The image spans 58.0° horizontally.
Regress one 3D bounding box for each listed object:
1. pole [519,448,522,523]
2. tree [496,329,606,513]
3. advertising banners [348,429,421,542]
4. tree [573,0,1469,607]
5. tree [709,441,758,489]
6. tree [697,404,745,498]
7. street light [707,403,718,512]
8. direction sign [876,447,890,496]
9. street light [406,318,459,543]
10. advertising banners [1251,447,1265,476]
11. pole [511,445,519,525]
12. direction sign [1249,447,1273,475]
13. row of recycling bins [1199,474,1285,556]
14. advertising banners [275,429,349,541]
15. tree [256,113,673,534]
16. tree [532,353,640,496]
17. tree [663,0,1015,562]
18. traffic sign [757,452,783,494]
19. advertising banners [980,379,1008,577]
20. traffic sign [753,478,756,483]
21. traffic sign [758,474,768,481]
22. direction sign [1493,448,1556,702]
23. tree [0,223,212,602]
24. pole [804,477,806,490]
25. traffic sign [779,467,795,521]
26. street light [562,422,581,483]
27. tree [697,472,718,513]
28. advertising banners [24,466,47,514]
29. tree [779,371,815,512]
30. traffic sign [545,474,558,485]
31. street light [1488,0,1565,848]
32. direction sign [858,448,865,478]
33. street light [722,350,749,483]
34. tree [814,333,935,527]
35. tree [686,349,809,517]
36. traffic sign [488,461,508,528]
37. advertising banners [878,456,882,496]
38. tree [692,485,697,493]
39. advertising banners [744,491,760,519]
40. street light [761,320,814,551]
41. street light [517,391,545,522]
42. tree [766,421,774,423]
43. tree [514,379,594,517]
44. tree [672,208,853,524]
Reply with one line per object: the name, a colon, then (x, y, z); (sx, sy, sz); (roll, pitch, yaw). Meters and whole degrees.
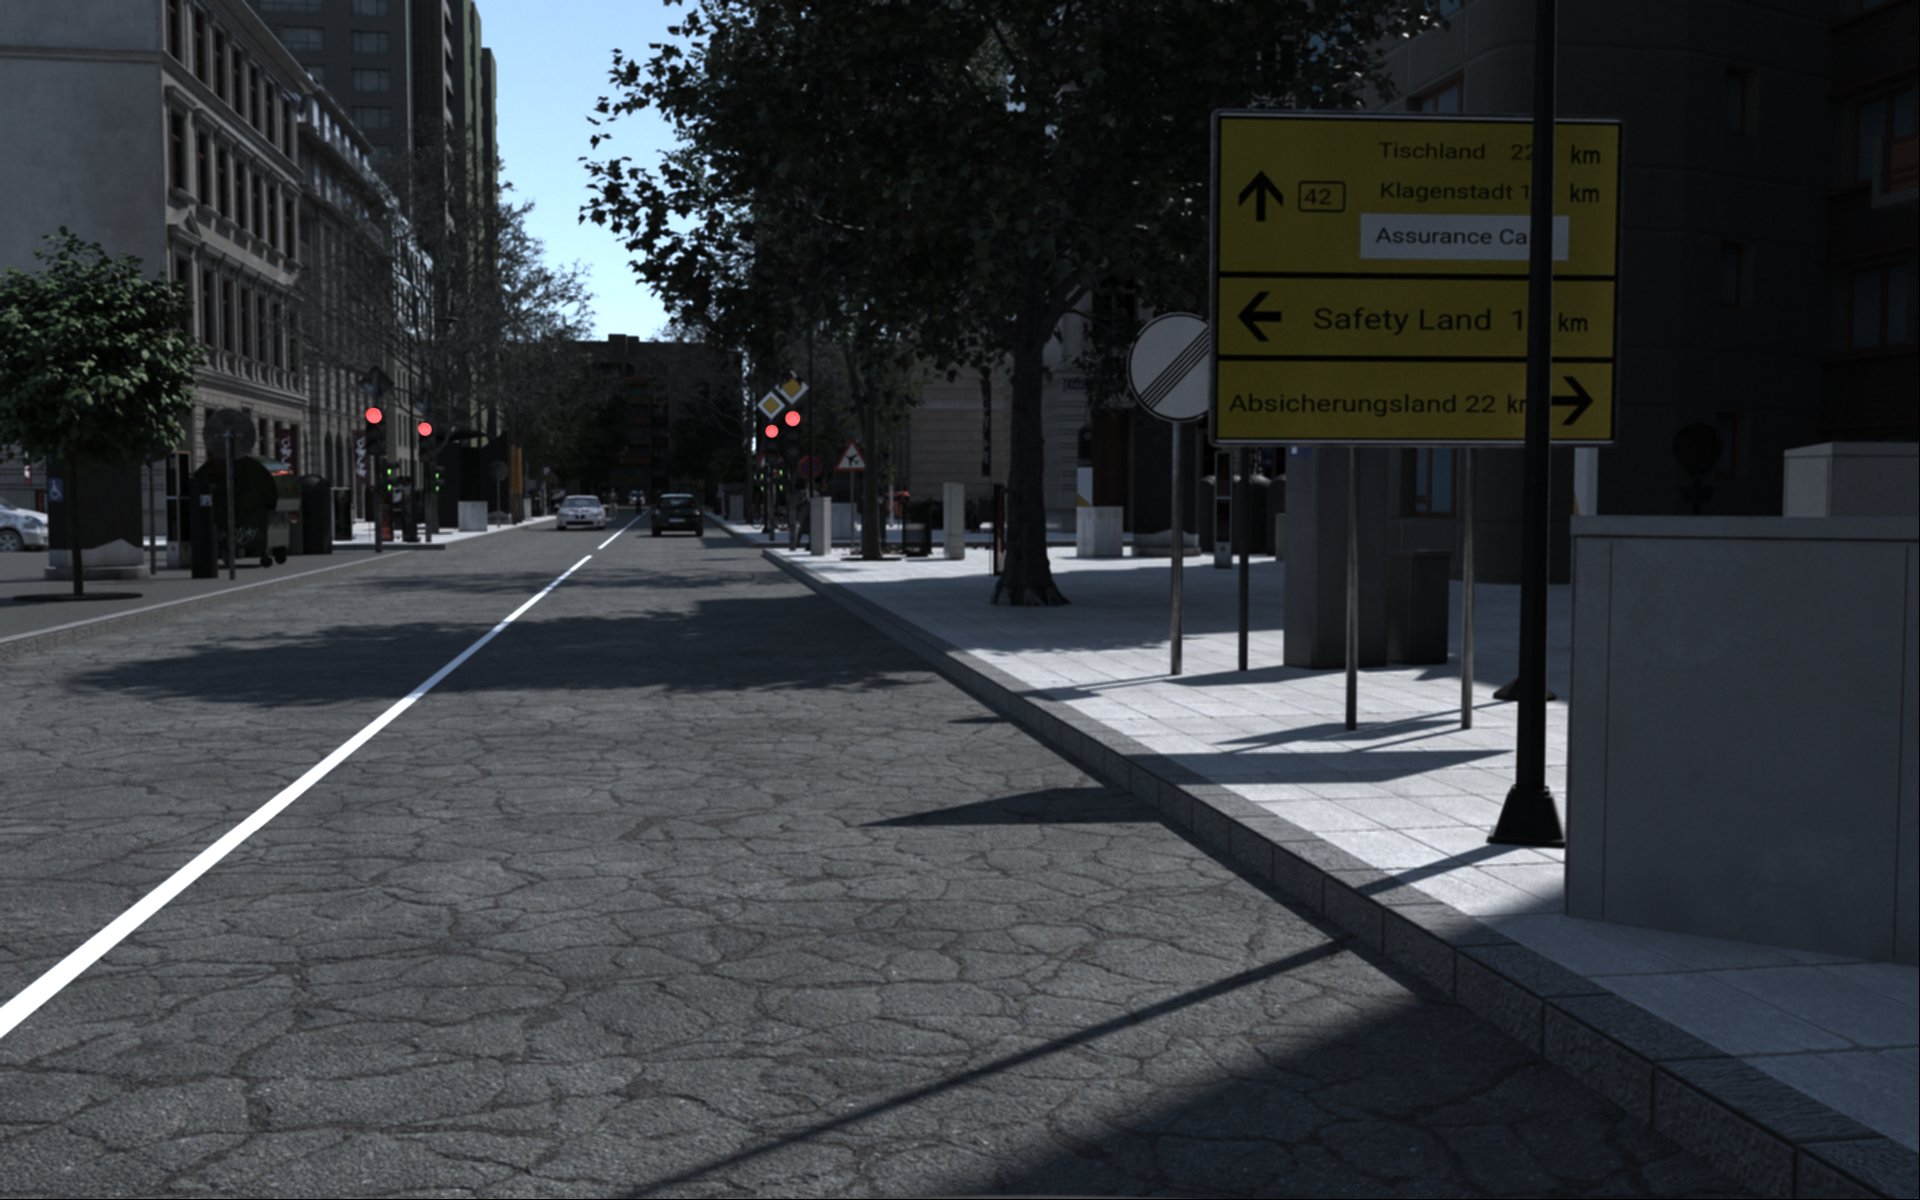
pole: (-19.509, -5.065, 76.663); (0.158, 3.312, 0.155); (0, 3, 0)
tree: (-27.474, -12.220, 117.928); (7.486, 12.596, 7.792); (0, 3, 0)
advertising banners: (-15.510, -3.093, 46.756); (2.074, 3.025, 0.090); (1, 4, 16)
tree: (0.787, -6.282, 19.718); (9.611, 12.733, 9.660); (0, 3, 0)
tree: (-13.430, -7.347, 103.833); (4.285, 4.588, 4.351); (0, 3, 0)
tree: (-19.224, -11.466, 137.833); (4.360, 8.622, 3.978); (0, 3, 0)
street light: (-12.216, -7.103, 88.667); (1.470, 5.913, 1.316); (-1, 4, -10)
direction sign: (-3.816, -5.628, 84.016); (0.876, 3.537, 0.379); (1, 4, 11)
street light: (-13.883, -4.470, 45.623); (1.470, 5.913, 1.316); (-1, 4, -10)
advertising banners: (8.406, -3.484, 53.157); (2.074, 3.025, 0.090); (1, 4, 9)
pole: (-18.521, -4.773, 71.889); (0.158, 3.312, 0.155); (0, 3, 0)
direction sign: (8.860, -3.643, 51.562); (0.876, 3.537, 0.379); (2, 4, 24)
row of recycling bins: (6.184, -1.854, 37.420); (1.069, 1.692, 3.534); (-2, 4, -26)
advertising banners: (-17.485, -3.106, 46.970); (2.074, 3.025, 0.090); (-3, 4, -37)
tree: (-16.773, -8.862, 55.258); (12.009, 13.543, 11.850); (0, 3, 0)
tree: (-34.705, -15.566, 161.158); (9.857, 13.997, 8.962); (0, 3, 0)
tree: (-1.874, -6.562, 33.040); (9.928, 11.665, 9.643); (0, 3, 0)
traffic sign: (-5.577, -3.115, 51.031); (0.768, 2.556, 0.104); (0, 4, 0)
advertising banners: (0.628, -1.901, 27.277); (0.090, 3.025, 2.074); (1, 4, 18)
traffic sign: (-13.908, -7.012, 114.744); (0.768, 2.556, 0.104); (0, 4, -1)
traffic sign: (-9.642, -5.232, 85.552); (0.884, 2.594, 0.081); (0, 4, -3)
direction sign: (3.543, -1.148, 10.763); (0.876, 3.537, 0.379); (-1, 4, -11)
tree: (-10.855, -2.300, 21.312); (4.285, 4.588, 4.351); (0, 3, 0)
pole: (-10.751, -7.735, 120.307); (0.158, 3.312, 0.155); (0, 3, 0)
traffic sign: (-8.080, -4.939, 80.853); (0.768, 2.556, 0.104); (0, 4, -1)
street light: (-25.052, -8.515, 111.757); (1.470, 5.913, 1.316); (-1, 4, -10)
tree: (-16.403, -7.509, 117.366); (1.663, 3.219, 1.824); (0, 3, 0)
advertising banners: (-26.518, -3.285, 49.902); (0.090, 3.025, 2.074); (0, 4, -4)
tree: (-6.860, -8.431, 88.216); (4.737, 8.622, 4.395); (0, 3, 0)
traffic sign: (-24.628, -6.378, 104.385); (0.768, 2.556, 0.104); (-1, 4, -8)
street light: (1.583, -2.057, 6.179); (1.470, 5.913, 1.316); (-1, 4, -10)
direction sign: (-4.617, -5.694, 85.088); (0.876, 3.537, 0.379); (-3, 4, -37)
street light: (-6.836, -5.105, 56.006); (1.470, 5.913, 1.316); (-1, 4, -10)
tree: (-2.883, -7.116, 66.715); (4.737, 8.622, 4.395); (0, 3, 0)
tree: (-11.667, -9.906, 96.367); (7.601, 10.594, 8.767); (-1, 4, -11)
traffic sign: (-17.592, -4.029, 65.985); (0.768, 2.556, 0.104); (0, 4, -3)
advertising banners: (-3.820, -5.125, 79.983); (0.090, 3.025, 2.074); (-1, 4, -12)
tree: (-28.070, -11.716, 186.160); (1.663, 3.219, 1.824); (0, 3, 0)
advertising banners: (-10.500, -5.707, 89.500); (0.090, 3.025, 2.074); (-3, 5, -44)
street light: (-3.881, -4.054, 38.826); (1.470, 5.913, 1.316); (-1, 4, -10)
street light: (-19.411, -6.466, 78.260); (1.470, 5.913, 1.316); (-1, 4, -10)
tree: (-10.518, -9.865, 111.662); (4.737, 8.622, 4.395); (0, 3, 0)
tree: (-23.237, -9.018, 97.803); (4.360, 8.622, 3.978); (0, 3, 0)
tree: (-8.842, -9.980, 73.535); (12.009, 13.543, 11.850); (0, 3, 0)
